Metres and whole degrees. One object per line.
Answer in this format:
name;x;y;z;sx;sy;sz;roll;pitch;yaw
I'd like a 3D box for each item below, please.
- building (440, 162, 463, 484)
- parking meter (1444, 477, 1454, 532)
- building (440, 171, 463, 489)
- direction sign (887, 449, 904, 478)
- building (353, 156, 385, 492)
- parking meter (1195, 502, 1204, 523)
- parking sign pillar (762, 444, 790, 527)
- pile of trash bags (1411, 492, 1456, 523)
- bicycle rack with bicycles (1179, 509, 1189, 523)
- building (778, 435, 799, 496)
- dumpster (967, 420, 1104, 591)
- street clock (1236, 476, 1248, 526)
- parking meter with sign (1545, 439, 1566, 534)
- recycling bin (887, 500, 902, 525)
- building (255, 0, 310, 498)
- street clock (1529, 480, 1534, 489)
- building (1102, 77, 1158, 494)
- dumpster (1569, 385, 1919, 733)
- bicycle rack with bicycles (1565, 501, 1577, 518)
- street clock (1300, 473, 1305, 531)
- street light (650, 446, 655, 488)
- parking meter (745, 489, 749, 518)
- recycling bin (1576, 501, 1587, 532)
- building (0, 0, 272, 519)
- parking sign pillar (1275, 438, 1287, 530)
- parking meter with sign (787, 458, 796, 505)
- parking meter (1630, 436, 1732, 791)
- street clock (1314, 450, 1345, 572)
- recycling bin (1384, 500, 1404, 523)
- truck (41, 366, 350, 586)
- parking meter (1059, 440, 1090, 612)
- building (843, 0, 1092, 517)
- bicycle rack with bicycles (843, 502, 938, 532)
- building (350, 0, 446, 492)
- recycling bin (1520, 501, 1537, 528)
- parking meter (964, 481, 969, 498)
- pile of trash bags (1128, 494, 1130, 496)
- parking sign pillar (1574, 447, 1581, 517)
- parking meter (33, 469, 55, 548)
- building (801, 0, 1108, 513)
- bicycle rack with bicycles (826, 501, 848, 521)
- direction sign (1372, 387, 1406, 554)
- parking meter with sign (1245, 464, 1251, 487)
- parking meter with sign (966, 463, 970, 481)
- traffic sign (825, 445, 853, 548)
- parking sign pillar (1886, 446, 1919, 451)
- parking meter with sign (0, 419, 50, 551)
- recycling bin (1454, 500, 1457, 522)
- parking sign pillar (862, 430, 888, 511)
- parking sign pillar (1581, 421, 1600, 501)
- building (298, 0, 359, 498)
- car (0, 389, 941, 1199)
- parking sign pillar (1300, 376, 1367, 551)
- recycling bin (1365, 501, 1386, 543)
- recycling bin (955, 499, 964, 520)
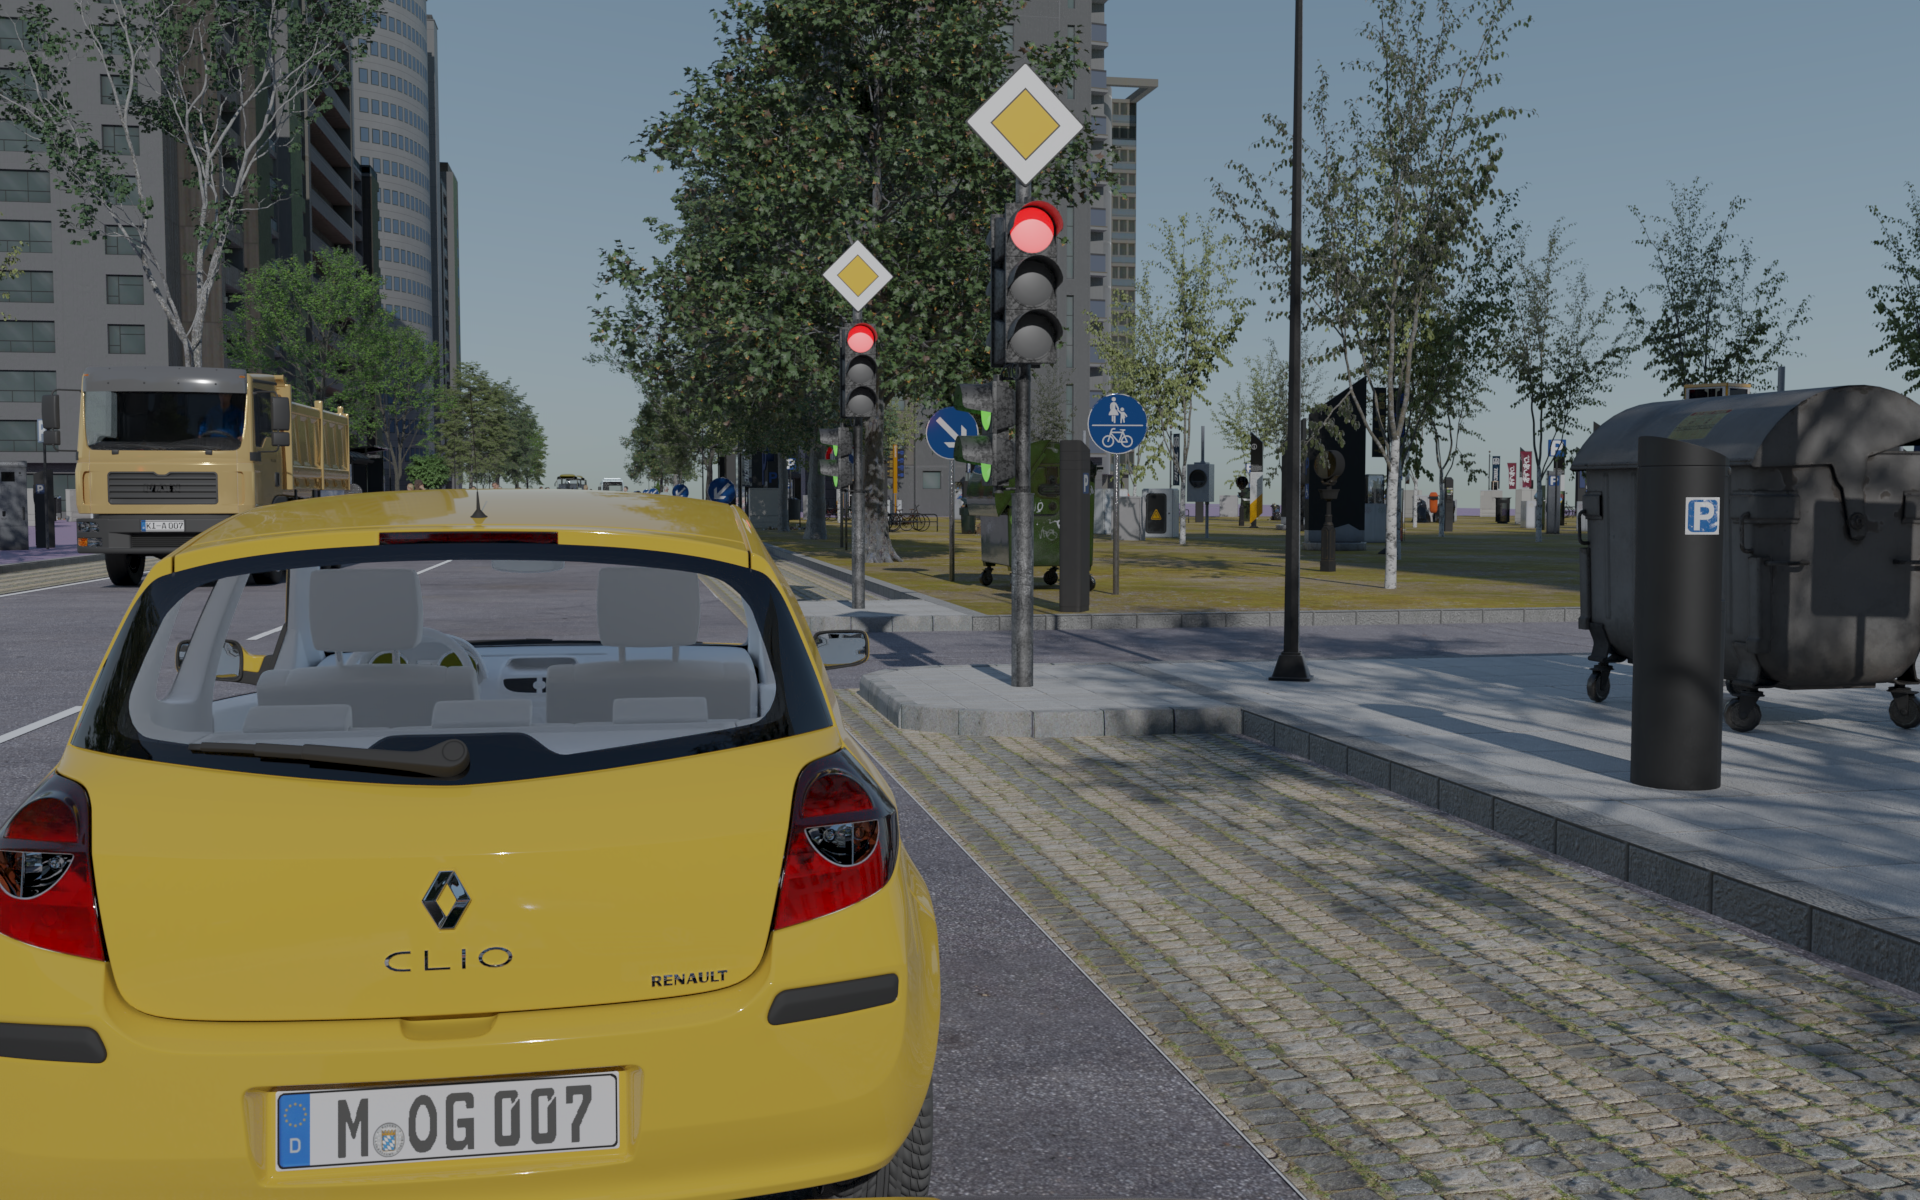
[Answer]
building;-73.110;-35.256;226.551;14.600;45.320;14.200;-1;4;-11
parking meter;16.683;-3.269;59.153;0.255;1.863;0.399;0;4;3
building;-69.209;-32.337;212.302;14.154;41.232;14.086;-1;4;-11
direction sign;-3.222;-5.767;86.294;0.876;3.537;0.379;0;4;5
building;-56.468;-22.800;144.483;14.160;30.474;14.107;-1;4;-11
parking meter;10.786;-4.412;77.851;0.399;1.863;0.255;1;4;15
parking sign pillar;-7.337;-4.811;67.129;1.447;3.967;1.447;-1;4;-14
pile of trash bags;21.146;-4.134;77.351;1.912;1.369;3.447;1;4;14
bicycle rack with bicycles;8.757;-3.819;75.823;2.852;0.926;2.925;2;4;23
building;-17.008;-36.364;214.158;23.786;49.044;30.456;-1;4;-11
dumpster;1.007;-1.280;23.422;1.502;2.255;1.985;-1;4;-11
street clock;11.299;-3.968;69.449;0.471;2.002;0.358;0;4;-4
parking meter with sign;19.214;-3.656;56.043;0.543;3.016;1.738;1;4;14
recycling bin;-2.825;-3.680;72.719;0.722;1.027;0.722;0;4;-5
building;-49.656;-25.995;108.605;14.154;41.232;14.086;-1;4;-11
street clock;29.093;-5.121;88.291;0.358;2.002;0.471;1;4;14
building;-1.402;-28.187;152.746;32.217;40.220;23.993;-1;4;-11
dumpster;4.575;-0.262;10.049;1.264;1.857;1.865;-1;4;-11
bicycle rack with bicycles;32.013;-4.867;92.953;2.925;0.926;2.852;2;4;31
street clock;11.712;-3.362;59.536;0.358;2.002;0.471;-1;4;-12
street light;-30.960;-12.500;176.919;1.470;5.913;1.316;-1;4;-11
parking meter;-8.529;-3.774;70.116;0.372;1.533;0.369;0;3;0
recycling bin;21.660;-2.867;59.431;0.722;1.027;0.722;-3;4;-38
building;-46.275;-19.767;94.892;14.160;30.474;14.107;-1;4;-11
parking sign pillar;12.061;-4.501;62.056;1.447;3.967;1.447;-2;4;-24
parking meter with sign;-8.471;-5.438;85.172;0.543;3.016;1.738;-1;4;-15
parking meter;3.166;0.048;7.622;0.372;1.533;0.369;0;3;0
street clock;6.085;-1.469;28.586;0.358;2.002;0.471;-3;5;-40
recycling bin;19.097;-3.903;76.374;0.722;1.027;0.722;-1;4;-21
truck;-12.470;-2.049;29.423;3.469;3.379;9.791;-1;4;-10
parking meter;1.254;-0.807;18.912;0.255;1.863;0.399;1;4;20
building;-0.574;-25.701;103.799;14.154;41.232;14.086;-1;4;-11
bicycle rack with bicycles;-2.135;-2.821;59.500;2.925;0.926;2.852;-1;4;-23
building;-69.253;-39.648;190.247;21.231;58.520;28.212;-1;4;-11
recycling bin;21.478;-3.204;64.943;0.722;1.027;0.722;0;4;0
parking meter;0.352;-4.349;76.823;0.255;1.863;0.399;2;4;32
pile of trash bags;8.517;-4.539;83.959;3.447;1.369;1.912;0;4;4
parking sign pillar;35.719;-6.731;98.522;1.447;3.967;1.447;0;4;-3
parking meter;-21.817;-2.174;41.250;0.399;1.863;0.255;1;4;11
building;-1.088;-35.678;125.328;21.231;58.520;28.212;-1;4;-11
bicycle rack with bicycles;-5.803;-4.300;83.682;2.925;0.926;2.852;-1;4;-18
direction sign;9.131;-2.749;36.937;0.876;3.537;0.379;-2;4;-26
parking meter with sign;16.464;-6.222;97.995;0.543;3.016;1.738;0;4;5
parking meter with sign;1.249;-6.120;96.329;1.738;3.016;0.543;1;4;16
traffic sign;-2.835;-2.531;41.485;0.768;2.556;0.104;0;4;-5
parking sign pillar;42.351;-5.488;78.202;1.447;3.967;1.447;-1;4;-8
parking meter with sign;-21.765;-2.649;39.567;0.543;3.016;1.738;3;5;42
recycling bin;22.710;-4.164;80.636;0.722;1.027;0.722;2;4;26
parking sign pillar;-3.639;-5.034;70.773;1.447;3.967;1.447;-1;4;-14
parking sign pillar;23.916;-4.604;63.750;1.447;3.967;1.447;2;4;35
building;-56.497;-30.672;125.185;21.300;48.544;21.600;-1;4;-11
car;-1.167;0.342;4.634;2.015;1.641;3.980;-1;4;-11
parking sign pillar;8.575;-3.125;39.573;1.447;3.967;1.447;0;4;-2
recycling bin;10.918;-2.032;45.784;0.722;1.027;0.722;0;4;5
recycling bin;0.158;-4.507;86.246;0.722;1.027;0.722;-3;5;-39
